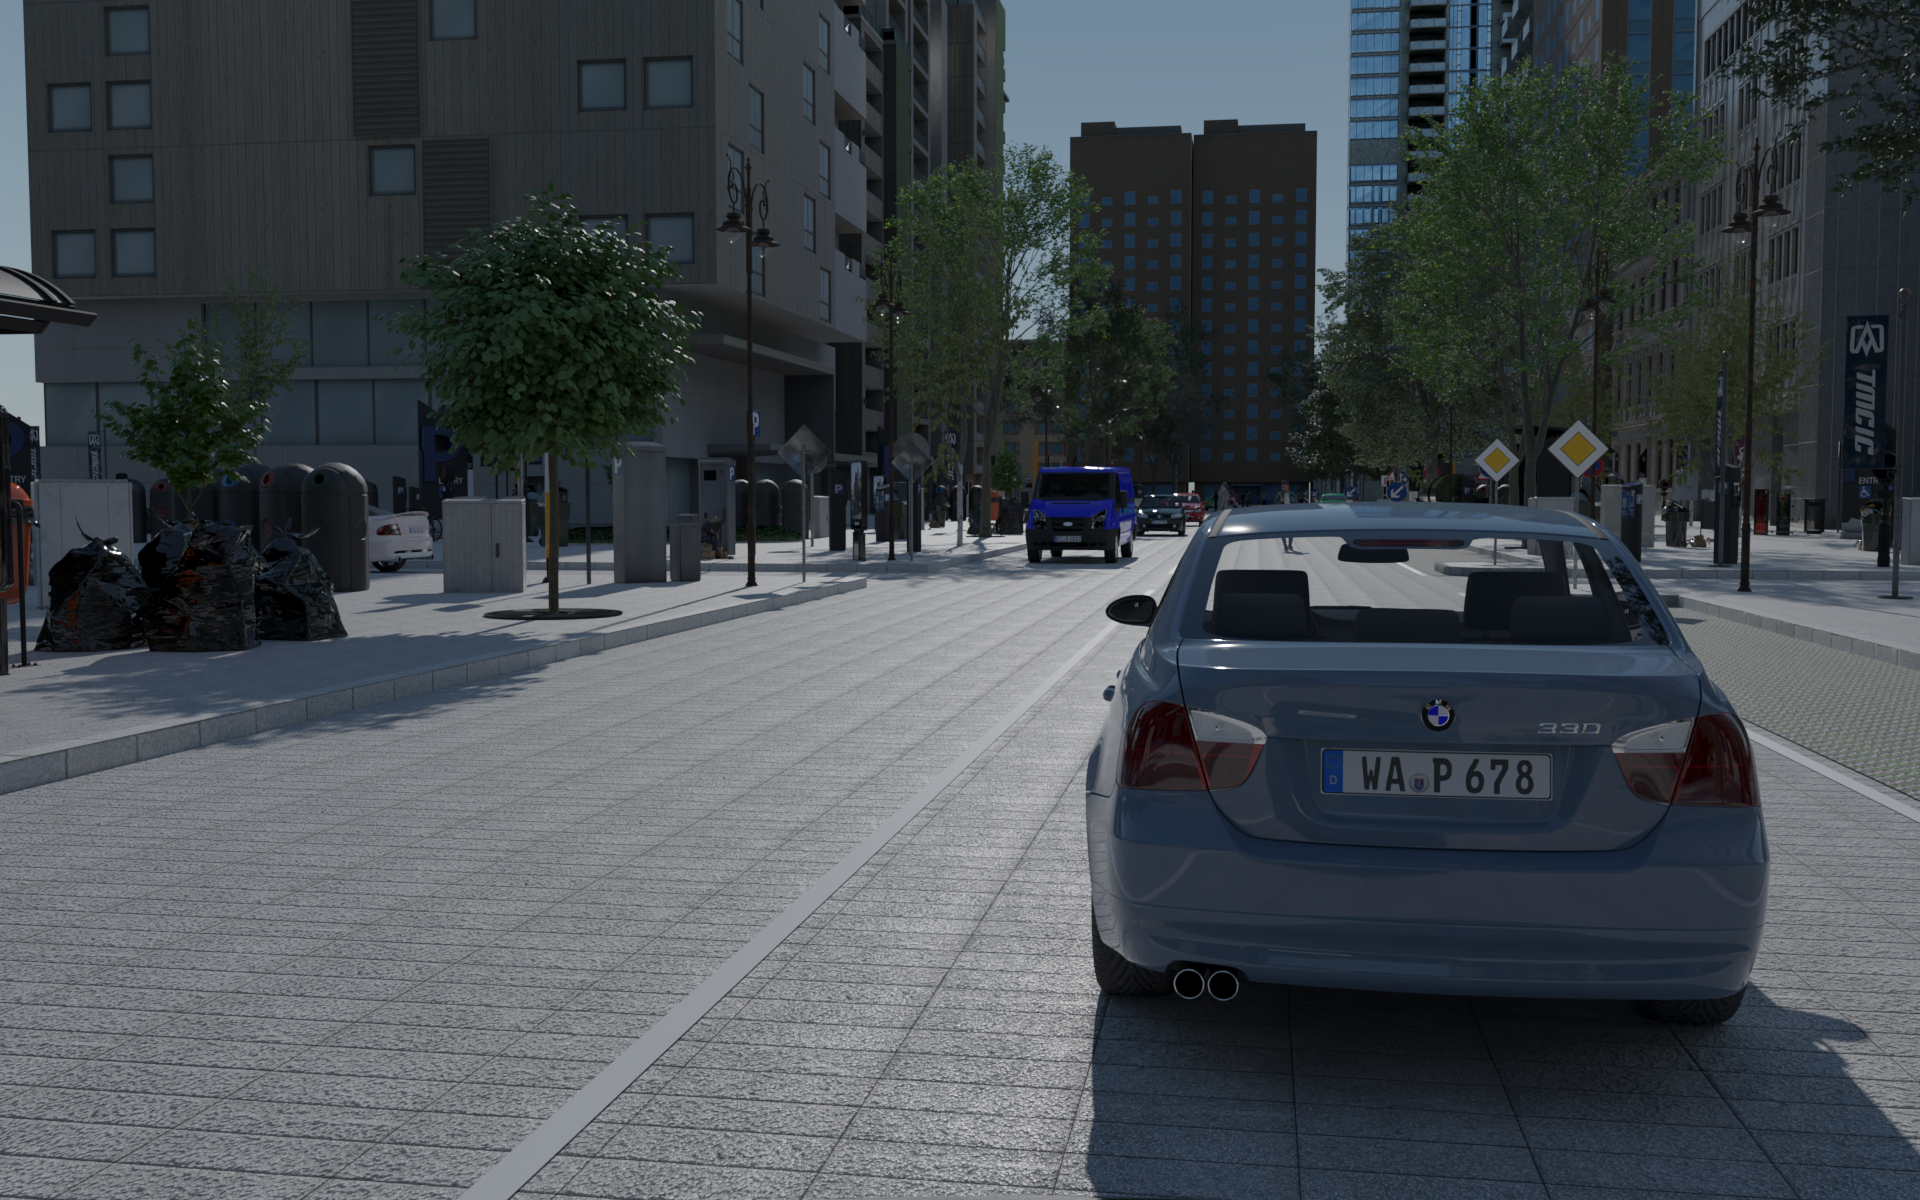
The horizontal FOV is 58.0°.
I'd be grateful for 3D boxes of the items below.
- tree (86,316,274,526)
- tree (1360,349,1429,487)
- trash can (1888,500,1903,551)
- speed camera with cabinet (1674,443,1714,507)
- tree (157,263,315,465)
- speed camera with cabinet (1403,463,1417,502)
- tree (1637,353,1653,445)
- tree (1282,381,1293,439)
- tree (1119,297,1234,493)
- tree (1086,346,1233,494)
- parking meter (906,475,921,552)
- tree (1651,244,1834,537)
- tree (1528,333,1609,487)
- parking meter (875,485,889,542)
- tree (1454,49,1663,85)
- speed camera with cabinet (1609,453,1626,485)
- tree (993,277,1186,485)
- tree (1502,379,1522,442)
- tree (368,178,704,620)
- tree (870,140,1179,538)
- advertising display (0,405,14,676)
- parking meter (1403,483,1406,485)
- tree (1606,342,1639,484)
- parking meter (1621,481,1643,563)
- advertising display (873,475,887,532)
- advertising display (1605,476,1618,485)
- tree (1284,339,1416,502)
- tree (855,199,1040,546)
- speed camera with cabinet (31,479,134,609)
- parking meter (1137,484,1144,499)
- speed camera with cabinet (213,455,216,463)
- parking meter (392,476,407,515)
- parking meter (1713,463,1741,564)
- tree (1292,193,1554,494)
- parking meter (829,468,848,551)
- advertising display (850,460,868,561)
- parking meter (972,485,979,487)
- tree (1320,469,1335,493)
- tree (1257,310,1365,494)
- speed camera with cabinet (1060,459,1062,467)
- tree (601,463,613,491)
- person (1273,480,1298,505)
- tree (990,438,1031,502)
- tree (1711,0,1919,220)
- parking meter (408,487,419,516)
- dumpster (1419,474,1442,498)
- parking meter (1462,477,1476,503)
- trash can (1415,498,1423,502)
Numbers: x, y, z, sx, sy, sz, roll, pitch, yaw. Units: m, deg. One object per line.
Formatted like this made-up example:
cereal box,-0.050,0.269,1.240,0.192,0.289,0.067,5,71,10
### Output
tree,-8.306,-1.488,18.936,1.663,3.219,1.824,0,3,0
tree,21.996,-8.349,86.872,4.737,8.622,4.395,0,3,0
trash can,21.443,-1.691,39.294,0.748,1.137,0.748,0,3,0
speed camera with cabinet,28.365,-4.386,66.044,2.038,3.252,0.660,0,4,-2
tree,-22.571,-6.372,54.537,4.737,8.622,4.395,0,3,0
speed camera with cabinet,26.408,-6.586,102.012,2.038,3.252,0.660,-3,5,-40
tree,26.417,-6.731,60.421,4.737,8.622,4.395,0,3,0
tree,31.732,-14.505,143.818,9.857,13.997,8.962,0,3,0
tree,20.411,-19.187,169.593,12.611,20.169,13.585,0,3,0
tree,15.449,-13.912,137.823,12.009,13.543,11.850,0,3,0
parking meter,-1.022,-2.003,38.459,0.255,1.863,0.399,1,4,15
tree,23.015,-6.141,50.769,4.737,8.622,4.395,0,3,0
tree,28.326,-7.842,78.582,4.737,8.622,4.395,0,3,0
parking meter,-2.087,-2.338,46.636,0.372,1.533,0.369,0,3,0
tree,13.436,-6.993,40.088,9.928,11.665,9.643,0,3,0
speed camera with cabinet,30.603,-5.371,82.150,2.038,3.252,0.660,-2,4,-24
tree,4.869,-8.325,70.532,8.767,10.594,7.601,2,4,25
tree,32.352,-8.998,97.485,4.737,8.622,4.395,0,3,0
tree,-4.374,-2.106,18.152,4.285,4.588,4.351,0,3,0
tree,0.917,-7.661,51.009,9.928,11.665,9.643,0,3,0
advertising display,-7.195,-0.425,12.169,0.974,1.923,0.123,0,4,-8
parking meter,23.580,-5.313,92.579,0.255,1.863,0.399,-3,4,-36
tree,28.881,-7.239,68.724,4.737,8.622,4.395,0,3,0
parking meter,12.606,-1.474,32.513,0.372,1.533,0.369,0,3,0
advertising display,-2.711,-3.272,58.708,0.123,1.923,0.974,-2,4,-25
advertising display,23.376,-3.485,62.192,0.123,1.923,0.974,3,5,40
tree,28.576,-12.718,124.945,9.611,12.733,9.660,0,3,0
tree,-0.240,-5.651,42.756,4.737,8.622,4.395,0,3,0
speed camera with cabinet,-10.416,-1.530,19.351,2.038,3.252,0.660,-2,4,-32
parking meter,10.505,-5.819,100.845,0.399,1.863,0.255,1,4,10
speed camera with cabinet,-24.070,-3.879,57.759,2.038,3.252,0.660,0,4,-1
parking meter,-17.954,-3.047,55.534,0.399,1.863,0.255,-2,4,-35
parking meter,14.049,-1.590,31.706,0.255,1.863,0.399,-2,4,-32
tree,19.383,-10.067,71.258,9.857,13.997,8.962,0,3,0
parking meter,-2.755,-2.045,39.146,0.399,1.863,0.255,-1,4,-15
advertising display,-1.949,-1.723,33.382,0.123,1.923,0.974,-1,4,-16
parking meter,0.970,-6.188,106.890,0.399,1.863,0.255,2,4,29
tree,35.608,-13.229,166.659,4.360,8.622,3.978,0,3,0
tree,37.029,-19.725,178.386,12.611,20.169,13.585,0,3,0
speed camera with cabinet,5.612,-6.436,99.571,0.660,3.252,2.038,0,4,3
tree,-11.560,-3.960,59.348,1.663,3.219,1.824,0,3,0
person,8.299,-2.153,44.046,0.623,1.781,0.721,-1,4,-13
tree,1.676,-3.977,59.628,1.663,3.219,1.824,0,3,0
tree,9.171,-4.765,12.326,7.601,10.594,8.767,1,4,20
parking meter,-18.366,-3.052,58.306,0.372,1.533,0.369,0,3,0
dumpster,21.995,-4.727,79.776,1.502,2.255,1.985,1,4,10
parking meter,17.107,-3.215,58.269,0.399,1.863,0.255,3,4,36
trash can,17.405,-3.260,64.953,0.748,1.137,0.748,0,3,0
